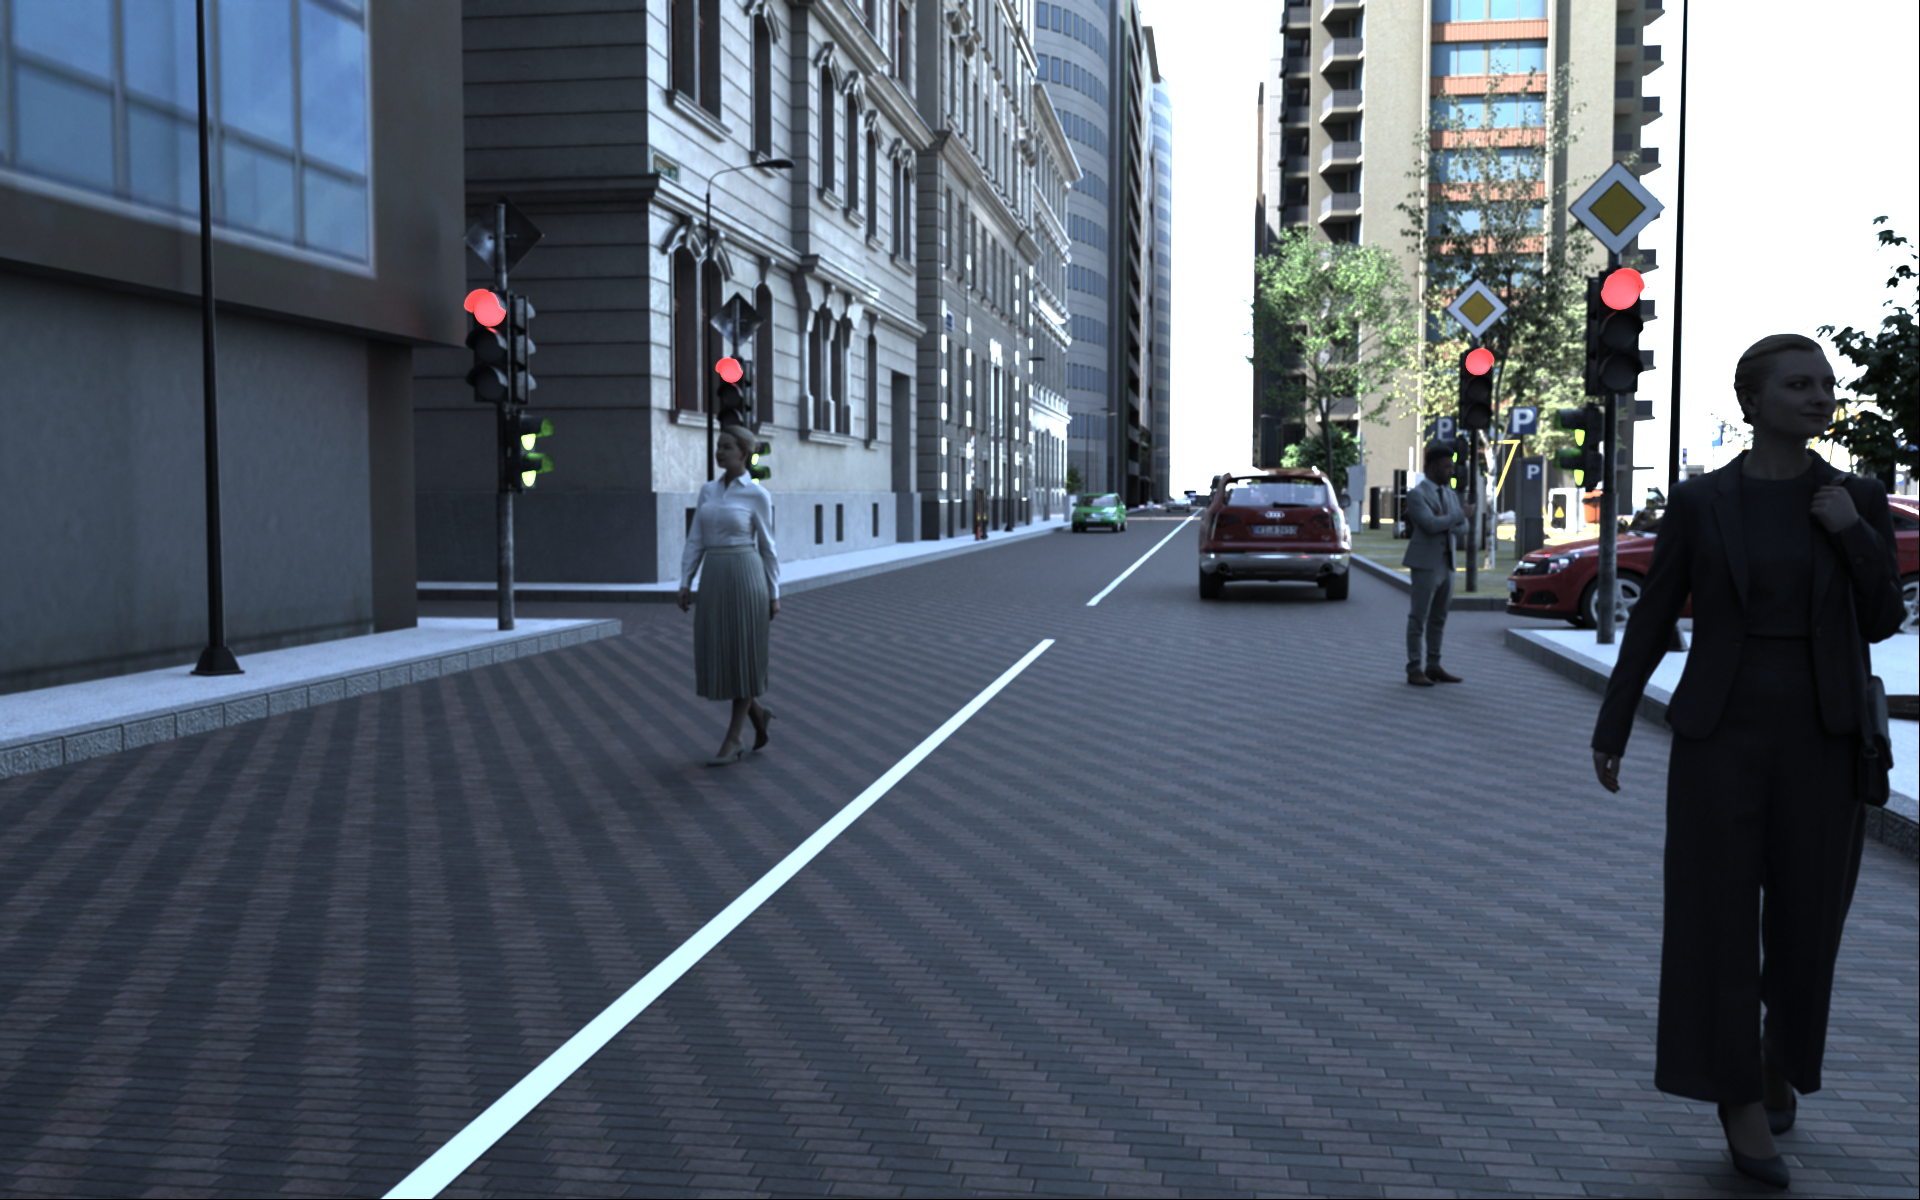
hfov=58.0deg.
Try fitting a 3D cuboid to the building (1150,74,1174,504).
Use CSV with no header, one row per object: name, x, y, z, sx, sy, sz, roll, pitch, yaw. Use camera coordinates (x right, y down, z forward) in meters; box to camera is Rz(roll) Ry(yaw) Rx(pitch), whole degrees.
building,18.174,-42.540,237.529,21.231,58.520,28.212,1,4,8

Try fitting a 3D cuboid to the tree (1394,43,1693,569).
tree,9.291,-4.835,29.410,4.360,8.622,3.978,0,3,0

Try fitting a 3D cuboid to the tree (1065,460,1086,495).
tree,6.438,-6.331,98.107,1.663,3.219,1.824,0,3,0

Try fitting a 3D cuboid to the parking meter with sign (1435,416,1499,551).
parking meter with sign,11.603,-2.647,39.540,1.738,3.016,0.543,-3,4,-36

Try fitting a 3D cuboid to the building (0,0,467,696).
building,-12.834,-22.004,9.869,14.200,45.320,14.600,1,4,8

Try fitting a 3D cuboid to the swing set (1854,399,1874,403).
swing set,16.057,-1.882,28.383,3.119,2.851,2.862,1,4,10

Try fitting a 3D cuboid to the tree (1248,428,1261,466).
tree,31.882,-14.027,179.702,4.360,8.622,3.978,0,3,0

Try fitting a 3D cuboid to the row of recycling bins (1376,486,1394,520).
row of recycling bins,21.870,-4.941,87.900,1.069,1.692,3.534,-1,4,-14

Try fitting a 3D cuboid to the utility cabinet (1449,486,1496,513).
utility cabinet,13.730,-2.307,46.398,1.173,1.500,0.318,2,4,28

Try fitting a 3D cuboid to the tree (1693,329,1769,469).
tree,35.231,-7.802,77.926,4.360,8.622,3.978,0,3,0

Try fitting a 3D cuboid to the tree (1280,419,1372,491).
tree,16.217,-5.613,75.491,4.285,4.588,4.351,0,3,0

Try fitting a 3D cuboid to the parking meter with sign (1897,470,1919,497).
parking meter with sign,29.548,-3.537,54.096,1.738,3.016,0.543,2,4,25

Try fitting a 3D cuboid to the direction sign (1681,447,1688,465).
direction sign,34.746,-5.607,83.673,0.379,3.537,0.876,-2,4,-32

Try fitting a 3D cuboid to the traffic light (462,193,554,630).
traffic light,-4.268,-1.670,16.229,0.839,4.253,0.868,1,4,8

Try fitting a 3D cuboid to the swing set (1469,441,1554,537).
swing set,15.786,-3.347,52.351,2.862,2.851,3.119,-2,4,-25

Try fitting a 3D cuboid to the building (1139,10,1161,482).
building,7.835,-37.136,196.405,28.713,52.752,27.495,1,4,8

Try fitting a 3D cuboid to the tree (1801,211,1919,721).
tree,5.843,-0.952,10.169,1.663,3.219,1.824,0,3,0

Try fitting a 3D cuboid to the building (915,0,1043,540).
building,-4.353,-16.061,59.856,12.463,27.353,25.104,1,4,8

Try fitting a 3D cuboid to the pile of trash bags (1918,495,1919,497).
pile of trash bags,20.873,-1.724,37.940,1.912,1.369,3.447,3,5,40

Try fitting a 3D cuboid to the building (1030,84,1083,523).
building,-0.778,-15.086,82.809,11.583,22.565,21.152,1,4,8

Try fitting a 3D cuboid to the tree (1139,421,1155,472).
tree,17.331,-13.640,173.374,4.360,8.622,3.978,0,3,0

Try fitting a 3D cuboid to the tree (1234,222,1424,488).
tree,14.218,-8.639,67.010,9.928,11.665,9.643,0,3,0

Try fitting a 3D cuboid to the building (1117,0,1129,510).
building,5.618,-27.601,134.872,14.154,41.232,14.086,1,4,8

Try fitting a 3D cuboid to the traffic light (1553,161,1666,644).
traffic light,5.537,-1.582,14.788,0.839,4.253,0.868,1,4,8

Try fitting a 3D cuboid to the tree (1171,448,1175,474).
tree,30.214,-18.754,256.981,4.360,8.622,3.978,0,3,0

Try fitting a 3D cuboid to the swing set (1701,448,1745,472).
swing set,26.992,-3.763,59.138,3.119,2.851,2.862,1,4,11

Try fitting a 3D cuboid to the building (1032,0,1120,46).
building,-0.903,-34.928,113.074,21.231,58.520,28.212,1,4,8

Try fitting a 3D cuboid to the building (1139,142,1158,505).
building,17.410,-34.648,216.602,14.600,45.320,14.200,1,4,8

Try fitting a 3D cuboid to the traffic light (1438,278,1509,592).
traffic light,6.715,-2.065,22.686,0.839,4.253,0.868,1,4,8

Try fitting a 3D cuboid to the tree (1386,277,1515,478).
tree,16.653,-6.571,57.800,4.737,8.622,4.395,0,3,0

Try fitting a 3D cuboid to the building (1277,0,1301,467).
building,31.876,-27.575,134.454,14.154,41.232,14.086,1,4,8

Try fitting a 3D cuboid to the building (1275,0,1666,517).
building,31.974,-27.966,111.868,22.147,44.769,28.867,1,4,8

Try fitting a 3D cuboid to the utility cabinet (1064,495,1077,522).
utility cabinet,5.068,-4.192,79.699,0.306,1.237,1.020,1,4,23

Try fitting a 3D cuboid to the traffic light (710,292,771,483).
traffic light,-3.090,-2.153,24.127,0.839,4.253,0.868,1,4,8

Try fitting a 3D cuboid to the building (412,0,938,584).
building,-8.837,-15.195,35.820,14.401,28.519,23.554,1,4,8

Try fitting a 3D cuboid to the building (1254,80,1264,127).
building,51.028,-38.235,214.385,28.713,52.752,27.495,1,4,8

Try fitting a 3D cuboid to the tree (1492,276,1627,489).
tree,31.219,-10.567,90.894,7.486,12.596,7.792,0,3,0

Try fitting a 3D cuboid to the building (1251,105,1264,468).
building,40.053,-33.315,194.809,14.600,45.320,14.200,1,4,8

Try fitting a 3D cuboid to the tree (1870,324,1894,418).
tree,38.193,-7.441,72.021,4.360,8.622,3.978,0,3,0

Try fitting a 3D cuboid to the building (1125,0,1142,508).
building,4.836,-32.386,153.218,21.300,48.544,21.600,1,4,8

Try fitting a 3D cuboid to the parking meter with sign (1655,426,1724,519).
parking meter with sign,18.499,-2.920,44.003,1.738,3.016,0.543,-1,4,-22

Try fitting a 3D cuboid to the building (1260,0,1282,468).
building,37.878,-37.524,155.520,21.231,58.520,28.212,1,4,8

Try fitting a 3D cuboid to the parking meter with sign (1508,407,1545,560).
parking meter with sign,11.142,-2.304,33.939,0.543,3.016,1.738,0,4,8
